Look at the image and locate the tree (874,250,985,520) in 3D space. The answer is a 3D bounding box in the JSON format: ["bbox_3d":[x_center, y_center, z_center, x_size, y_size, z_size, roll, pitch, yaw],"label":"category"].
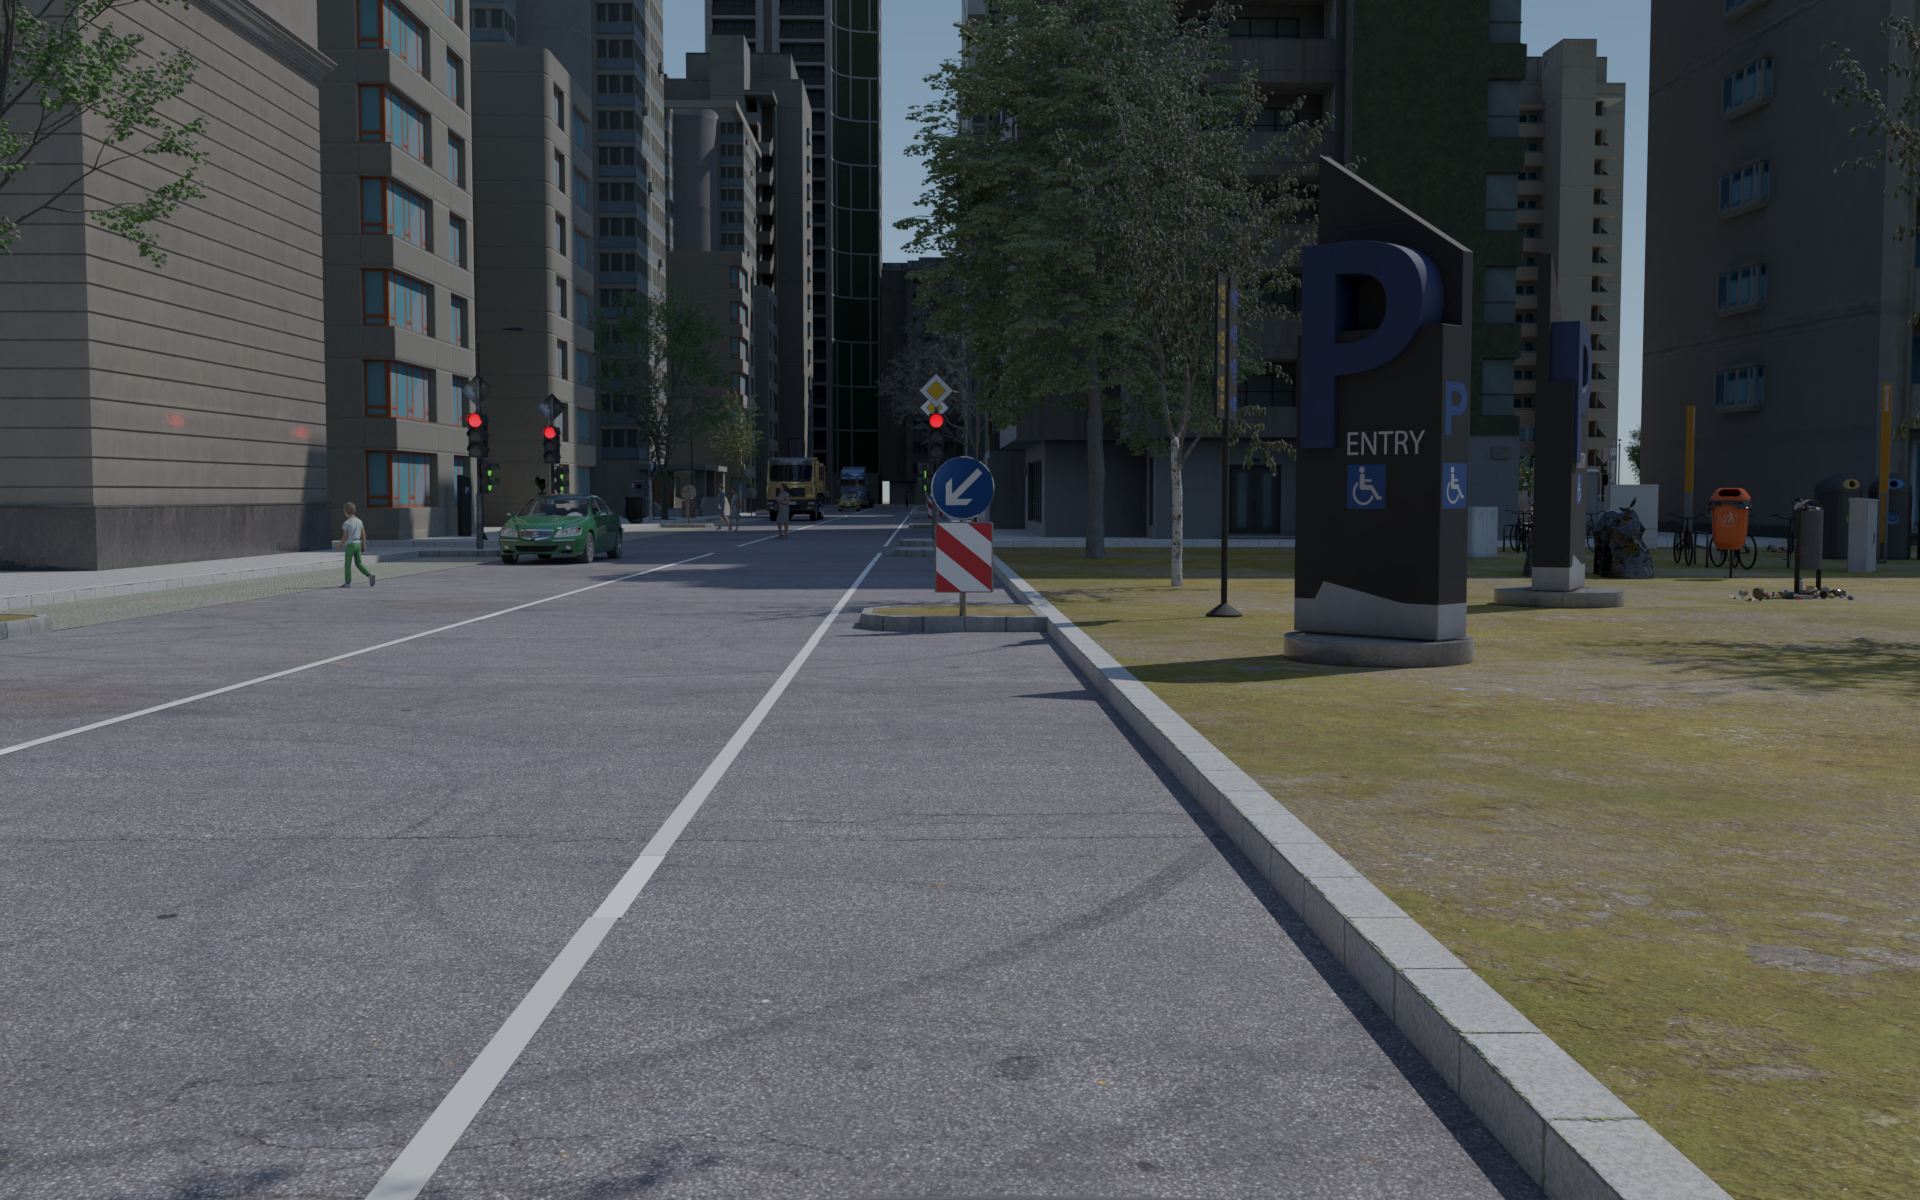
[{"bbox_3d":[0.893,-10.682,85.017,12.009,13.543,11.850,0,3,0],"label":"tree"}]

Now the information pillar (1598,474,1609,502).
[{"bbox_3d":[23.125,-3.539,62.359,0.304,2.012,0.304,-1,4,-10],"label":"information pillar"}]

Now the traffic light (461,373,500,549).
[{"bbox_3d":[-11.181,-3.143,40.304,0.839,4.253,0.868,0,4,-1],"label":"traffic light"}]

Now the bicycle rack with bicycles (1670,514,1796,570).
[{"bbox_3d":[13.842,-1.041,30.403,2.852,0.926,2.925,1,4,18],"label":"bicycle rack with bicycles"}]

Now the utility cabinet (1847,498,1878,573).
[{"bbox_3d":[14.881,-1.063,28.539,0.306,1.237,1.020,3,4,36],"label":"utility cabinet"}]

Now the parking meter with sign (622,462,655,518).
[{"bbox_3d":[-17.161,-5.881,92.416,1.738,3.016,0.543,-2,4,-30],"label":"parking meter with sign"}]

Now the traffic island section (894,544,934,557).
[{"bbox_3d":[-0.532,-1.123,40.649,2.009,0.180,2.903,0,4,-1],"label":"traffic island section"}]

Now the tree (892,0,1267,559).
[{"bbox_3d":[2.289,-7.102,34.245,7.486,12.596,7.792,0,3,0],"label":"tree"}]

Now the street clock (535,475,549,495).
[{"bbox_3d":[-15.566,-3.668,64.537,0.471,2.002,0.358,-2,4,-32],"label":"street clock"}]

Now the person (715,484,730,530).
[{"bbox_3d":[-9.456,-3.708,69.142,0.654,1.822,0.581,0,4,8],"label":"person"}]

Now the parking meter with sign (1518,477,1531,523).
[{"bbox_3d":[25.092,-4.978,77.646,0.543,3.016,1.738,0,4,-5],"label":"parking meter with sign"}]

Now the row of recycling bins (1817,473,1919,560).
[{"bbox_3d":[18.629,-1.634,33.835,3.534,1.692,1.069,1,4,20],"label":"row of recycling bins"}]

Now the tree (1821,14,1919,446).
[{"bbox_3d":[10.026,-3.964,15.175,4.360,8.622,3.978,0,3,0],"label":"tree"}]

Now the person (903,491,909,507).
[{"bbox_3d":[-5.752,-10.753,185.001,0.721,1.739,1.217,-2,4,-30],"label":"person"}]

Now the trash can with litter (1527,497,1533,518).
[{"bbox_3d":[26.801,-4.298,81.660,0.624,1.170,1.055,0,4,-1],"label":"trash can with litter"}]

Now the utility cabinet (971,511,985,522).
[{"bbox_3d":[0.982,-4.282,81.171,1.020,1.237,0.306,3,5,41],"label":"utility cabinet"}]

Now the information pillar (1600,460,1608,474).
[{"bbox_3d":[44.265,-7.809,119.025,0.504,3.616,0.183,2,4,31],"label":"information pillar"}]

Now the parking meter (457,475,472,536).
[{"bbox_3d":[-15.028,-2.863,52.527,0.255,1.863,0.399,2,4,26],"label":"parking meter"}]

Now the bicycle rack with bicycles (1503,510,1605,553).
[{"bbox_3d":[13.068,-1.522,38.267,2.925,0.926,2.852,-3,5,-44],"label":"bicycle rack with bicycles"}]

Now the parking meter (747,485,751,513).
[{"bbox_3d":[-14.305,-6.823,117.272,0.255,1.863,0.399,0,4,-8],"label":"parking meter"}]

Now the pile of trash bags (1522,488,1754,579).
[{"bbox_3d":[10.421,-1.047,26.878,3.447,1.369,1.912,2,4,31],"label":"pile of trash bags"}]

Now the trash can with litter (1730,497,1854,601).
[{"bbox_3d":[10.233,-0.640,21.525,2.233,1.210,1.678,-2,4,-35],"label":"trash can with litter"}]

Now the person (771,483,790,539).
[{"bbox_3d":[-5.788,-2.854,55.523,0.532,1.782,0.716,-3,5,-40],"label":"person"}]

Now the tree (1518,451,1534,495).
[{"bbox_3d":[22.012,-4.540,68.826,1.663,3.219,1.824,0,3,0],"label":"tree"}]

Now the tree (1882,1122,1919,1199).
[{"bbox_3d":[2.331,-4.705,2.690,9.928,11.665,9.643,0,3,0],"label":"tree"}]

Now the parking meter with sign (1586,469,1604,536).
[{"bbox_3d":[19.170,-3.471,53.012,1.738,3.016,0.543,0,4,3],"label":"parking meter with sign"}]

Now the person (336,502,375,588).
[{"bbox_3d":[-9.252,-0.842,26.507,0.590,1.304,0.306,1,4,11],"label":"person"}]

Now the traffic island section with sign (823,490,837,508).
[{"bbox_3d":[-13.684,-10.358,177.986,1.989,1.847,2.006,0,4,-1],"label":"traffic island section with sign"}]

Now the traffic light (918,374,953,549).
[{"bbox_3d":[-0.573,-3.157,40.534,0.839,4.253,0.868,0,4,-1],"label":"traffic light"}]

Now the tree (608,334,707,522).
[{"bbox_3d":[-14.079,-7.922,79.889,4.360,8.622,3.978,0,3,0],"label":"tree"}]

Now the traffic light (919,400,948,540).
[{"bbox_3d":[-0.735,-3.645,48.517,0.839,4.253,0.868,0,4,-1],"label":"traffic light"}]

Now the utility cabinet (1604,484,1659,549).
[{"bbox_3d":[15.418,-1.906,39.834,1.173,1.500,0.318,0,4,-7],"label":"utility cabinet"}]

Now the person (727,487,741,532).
[{"bbox_3d":[-8.462,-3.401,65.118,0.522,1.701,0.512,1,4,19],"label":"person"}]

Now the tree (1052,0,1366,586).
[{"bbox_3d":[3.085,-4.483,23.664,4.360,8.622,3.978,0,3,0],"label":"tree"}]

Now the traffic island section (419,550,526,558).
[{"bbox_3d":[-11.222,-1.111,40.438,2.009,0.180,2.903,0,4,-1],"label":"traffic island section"}]

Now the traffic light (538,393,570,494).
[{"bbox_3d":[-11.343,-3.631,48.287,0.839,4.253,0.868,0,4,-1],"label":"traffic light"}]

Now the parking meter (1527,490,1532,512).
[{"bbox_3d":[28.889,-4.875,88.111,0.372,1.533,0.369,0,3,0],"label":"parking meter"}]

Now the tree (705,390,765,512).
[{"bbox_3d":[-15.368,-10.387,120.194,4.737,8.622,4.395,0,3,0],"label":"tree"}]

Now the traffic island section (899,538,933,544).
[{"bbox_3d":[-0.694,-1.612,48.632,2.009,0.180,2.903,0,4,-1],"label":"traffic island section"}]

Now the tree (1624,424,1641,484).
[{"bbox_3d":[28.498,-5.274,69.950,4.285,4.588,4.351,0,3,0],"label":"tree"}]
